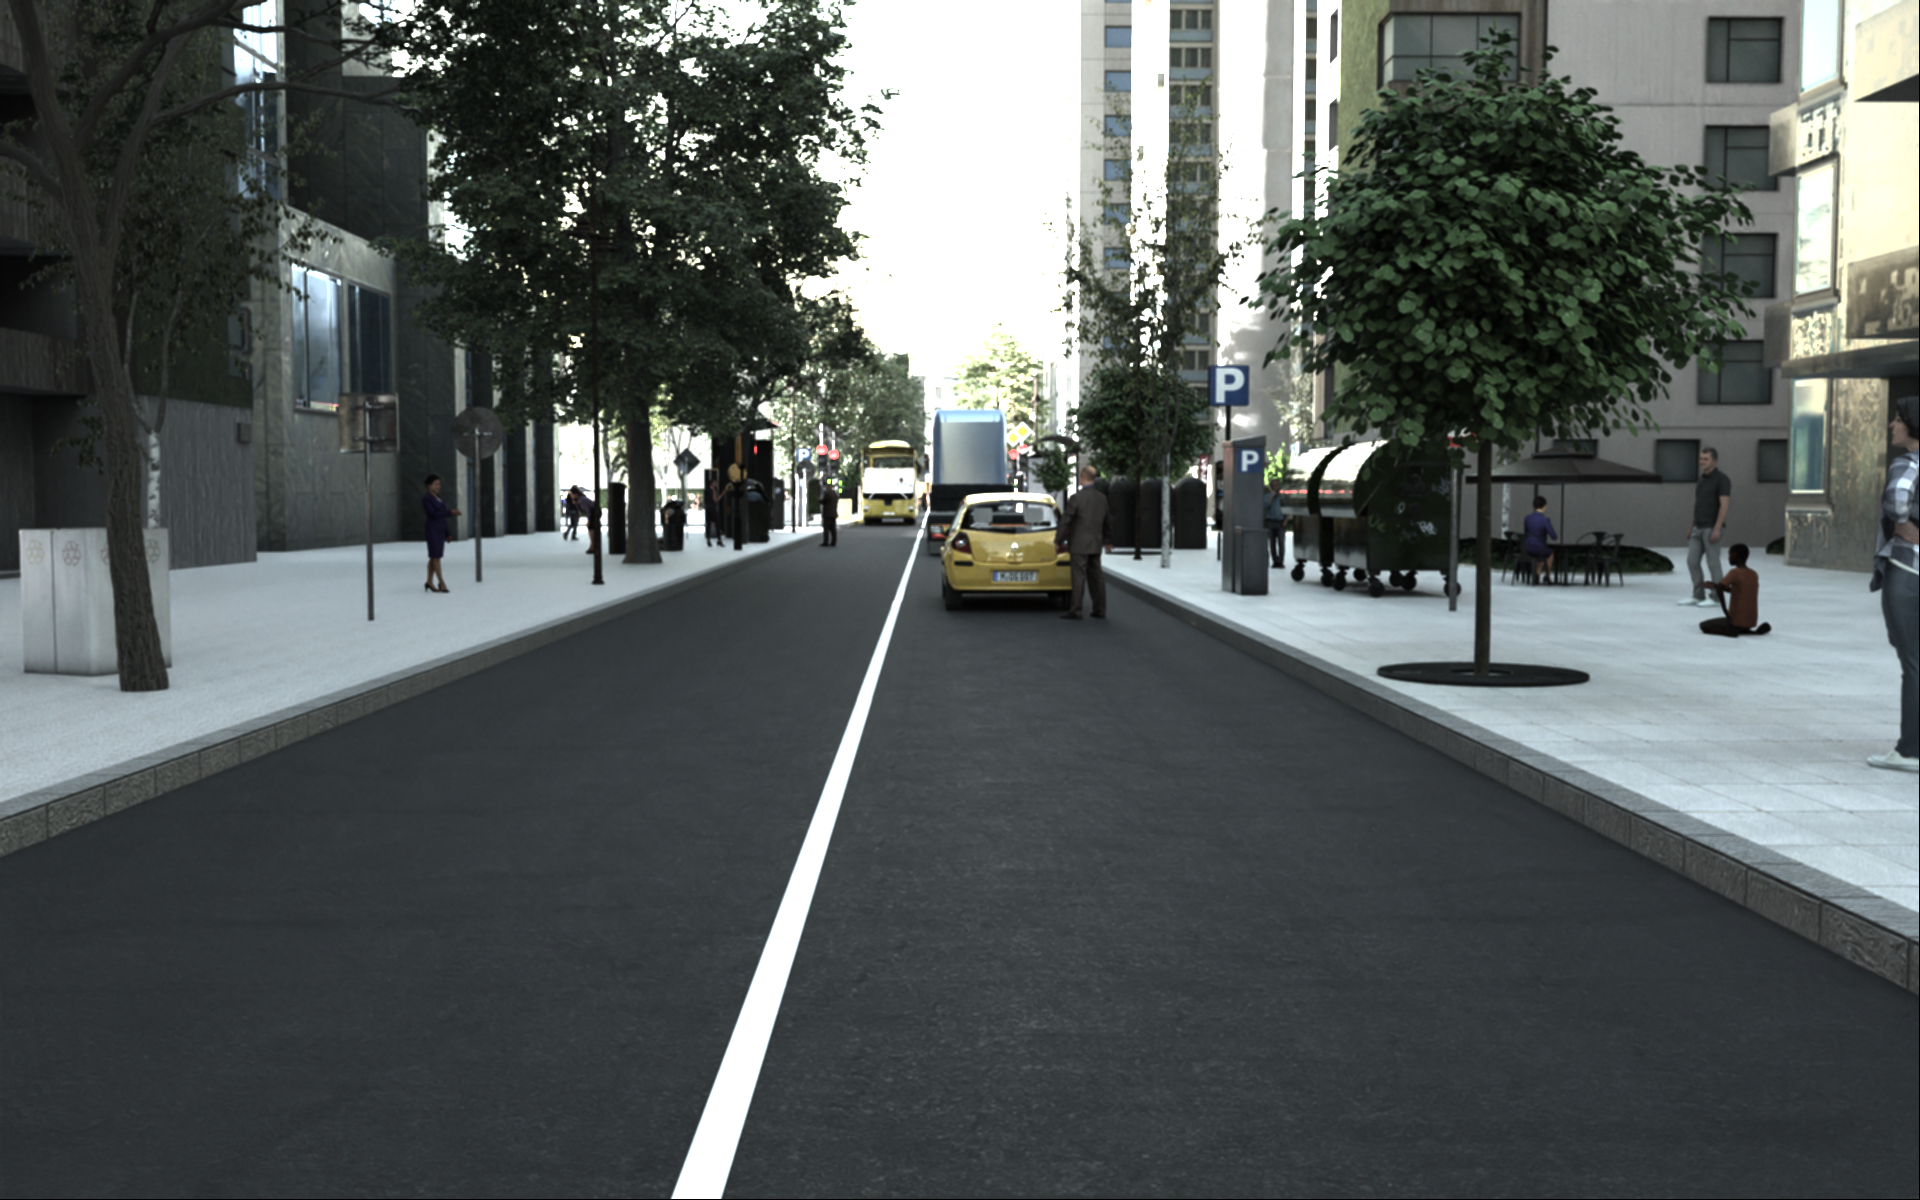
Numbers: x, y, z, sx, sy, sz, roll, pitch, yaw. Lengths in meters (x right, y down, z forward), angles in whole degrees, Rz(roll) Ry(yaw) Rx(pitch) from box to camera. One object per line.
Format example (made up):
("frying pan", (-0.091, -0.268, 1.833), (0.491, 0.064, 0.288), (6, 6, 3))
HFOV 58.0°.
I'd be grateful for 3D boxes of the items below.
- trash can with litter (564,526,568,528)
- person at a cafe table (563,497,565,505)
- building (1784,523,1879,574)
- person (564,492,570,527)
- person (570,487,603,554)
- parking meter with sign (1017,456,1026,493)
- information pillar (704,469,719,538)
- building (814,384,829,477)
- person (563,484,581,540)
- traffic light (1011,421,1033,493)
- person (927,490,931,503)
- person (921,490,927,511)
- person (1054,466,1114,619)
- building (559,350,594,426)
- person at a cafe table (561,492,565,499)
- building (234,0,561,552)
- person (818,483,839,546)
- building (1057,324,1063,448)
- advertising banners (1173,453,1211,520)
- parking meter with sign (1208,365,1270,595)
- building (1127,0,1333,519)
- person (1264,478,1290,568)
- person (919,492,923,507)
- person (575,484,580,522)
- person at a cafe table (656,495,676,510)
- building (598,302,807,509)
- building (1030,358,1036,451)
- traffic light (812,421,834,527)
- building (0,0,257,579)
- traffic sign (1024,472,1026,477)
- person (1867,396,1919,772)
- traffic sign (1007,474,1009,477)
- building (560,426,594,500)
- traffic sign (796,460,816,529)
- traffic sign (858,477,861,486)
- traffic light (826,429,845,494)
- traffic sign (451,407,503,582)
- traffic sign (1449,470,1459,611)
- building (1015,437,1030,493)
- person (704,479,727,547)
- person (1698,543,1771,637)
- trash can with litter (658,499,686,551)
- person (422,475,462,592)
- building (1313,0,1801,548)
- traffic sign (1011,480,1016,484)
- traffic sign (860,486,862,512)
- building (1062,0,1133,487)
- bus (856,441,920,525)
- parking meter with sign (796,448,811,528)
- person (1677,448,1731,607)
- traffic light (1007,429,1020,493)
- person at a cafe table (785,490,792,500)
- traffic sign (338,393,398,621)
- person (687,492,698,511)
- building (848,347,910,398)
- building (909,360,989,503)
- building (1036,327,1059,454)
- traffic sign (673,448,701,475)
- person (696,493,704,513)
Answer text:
("trash can with litter", (-16.135, -3.384, 66.387), (2.233, 1.210, 1.678), (1, 4, 22))
("person at a cafe table", (-30.446, -7.245, 129.316), (1.726, 1.238, 1.698), (-3, 5, -41))
("building", (24.395, -24.290, 16.754), (23.786, 49.044, 30.456), (0, 4, -1))
("person", (-15.633, -3.567, 69.362), (0.613, 1.512, 0.480), (2, 4, 32))
("person", (-8.007, -1.704, 37.138), (0.697, 1.427, 0.421), (-2, 4, -28))
("parking meter with sign", (3.059, -5.121, 79.994), (0.543, 3.016, 1.738), (1, 4, 19))
("information pillar", (-7.261, -2.821, 50.611), (0.304, 2.012, 0.304), (-3, 5, -43))
("building", (-21.736, -21.601, 209.598), (11.380, 20.091, 16.016), (0, 4, -1))
("person", (-10.788, -2.433, 48.025), (0.471, 1.553, 0.569), (-1, 4, -22))
("traffic light", (2.391, -4.762, 66.779), (0.839, 4.253, 0.868), (0, 4, -1))
("person", (-2.341, -7.996, 139.359), (0.598, 1.807, 0.434), (-2, 4, -32))
("person", (-3.101, -8.584, 149.530), (0.565, 1.739, 0.600), (2, 4, 26))
("person", (1.412, -0.670, 20.011), (0.990, 1.755, 0.434), (-3, 5, -40))
("building", (-67.955, -25.113, 254.568), (32.646, 21.610, 27.936), (0, 4, -1))
("person at a cafe table", (-30.627, -7.723, 134.788), (1.698, 1.524, 1.622), (1, 4, 19))
("building", (-29.117, -44.844, 45.869), (31.000, 86.520, 22.319), (0, 4, -1))
("person", (-3.657, -2.367, 47.885), (0.600, 1.739, 0.565), (0, 4, 8))
("building", (17.663, -19.183, 170.063), (16.016, 20.091, 11.380), (0, 4, -1))
("advertising banners", (9.770, -4.797, 74.612), (2.074, 3.025, 0.090), (1, 4, 15))
("parking meter with sign", (3.694, -1.617, 22.696), (0.543, 3.016, 1.738), (0, 4, -4))
("building", (22.507, -24.903, 99.051), (23.993, 40.220, 32.217), (0, 4, -1))
("person", (5.498, -1.327, 29.954), (0.499, 1.552, 0.429), (3, 5, 41))
("person", (-4.250, -11.547, 197.286), (0.705, 1.826, 1.348), (2, 4, 33))
("person", (-17.689, -4.458, 79.632), (0.504, 1.737, 0.576), (-1, 4, -13))
("person at a cafe table", (-24.409, -8.120, 143.619), (1.726, 1.238, 1.698), (-3, 5, -40))
("building", (-23.464, -18.309, 165.816), (16.747, 18.905, 31.486), (0, 4, -1))
("building", (16.776, -21.800, 212.846), (16.016, 20.091, 11.380), (0, 4, -1))
("traffic light", (-5.269, -4.754, 66.648), (0.839, 4.253, 0.868), (0, 4, -1))
("building", (-20.278, -15.494, 25.032), (14.160, 30.474, 14.107), (0, 4, -1))
("traffic sign", (2.882, -4.133, 67.673), (0.768, 2.556, 0.104), (0, 4, 2))
("person", (4.492, -0.077, 8.032), (0.841, 1.734, 0.376), (-1, 4, -21))
("traffic sign", (2.536, -6.207, 101.595), (0.768, 2.556, 0.104), (0, 4, 2))
("building", (-41.513, -16.578, 213.201), (28.070, 9.664, 9.099), (0, 4, -1))
("traffic sign", (-5.720, -3.914, 64.101), (0.768, 2.556, 0.104), (1, 4, 9))
("traffic sign", (-6.473, -7.038, 115.179), (0.768, 2.556, 0.104), (0, 4, 2))
("traffic light", (-5.389, -5.242, 74.632), (0.839, 4.253, 0.868), (0, 4, -1))
("traffic sign", (-7.045, -1.540, 25.281), (0.768, 2.556, 0.104), (0, 4, 2))
("traffic sign", (5.414, -1.152, 18.949), (0.768, 2.556, 0.104), (0, 4, 7))
("building", (18.116, -18.667, 247.349), (28.070, 9.664, 9.099), (0, 4, -1))
("person", (-5.967, -2.124, 42.245), (0.593, 1.643, 0.415), (0, 4, 2))
("person", (7.024, -0.093, 15.858), (0.859, 0.850, 0.655), (-2, 4, -30))
("trash can with litter", (-6.672, -1.698, 39.150), (1.055, 1.170, 0.624), (3, 5, 42))
("person", (-6.730, -0.867, 22.591), (0.546, 1.535, 0.453), (0, 4, -5))
("building", (16.995, -22.233, 47.099), (14.154, 41.232, 14.086), (0, 4, -1))
("traffic sign", (3.606, -7.353, 120.320), (0.768, 2.556, 0.104), (0, 4, 6))
("traffic sign", (-6.891, -7.434, 121.658), (0.768, 2.556, 0.104), (0, 4, 6))
("building", (18.419, -36.124, 132.619), (21.231, 58.520, 28.212), (0, 4, -1))
("bus", (-3.318, -5.634, 83.656), (2.896, 3.916, 12.252), (0, 4, -1))
("parking meter with sign", (-6.071, -4.318, 66.856), (0.543, 3.016, 1.738), (-1, 4, -8))
("person", (8.496, -0.831, 19.762), (0.434, 1.807, 0.598), (0, 4, 3))
("traffic light", (2.271, -5.250, 74.763), (0.839, 4.253, 0.868), (0, 4, -1))
("person at a cafe table", (-10.897, -6.257, 110.820), (1.698, 1.524, 1.622), (-3, 5, -39))
("traffic sign", (-5.973, -0.940, 17.504), (0.606, 2.300, 0.079), (0, 4, 3))
("person", (-19.843, -7.301, 128.609), (0.799, 1.438, 0.628), (-3, 4, -38))
("building", (-23.747, -25.139, 255.001), (32.646, 21.610, 27.936), (0, 4, -1))
("building", (-1.652, -24.058, 249.772), (11.380, 20.091, 16.016), (0, 4, -1))
("building", (17.672, -19.880, 191.501), (16.747, 18.905, 31.486), (0, 4, -1))
("traffic sign", (-7.776, -3.025, 49.191), (0.795, 2.593, 0.064), (0, 4, 2))
("person", (-17.960, -6.714, 119.723), (0.340, 1.345, 0.435), (2, 4, 32))
